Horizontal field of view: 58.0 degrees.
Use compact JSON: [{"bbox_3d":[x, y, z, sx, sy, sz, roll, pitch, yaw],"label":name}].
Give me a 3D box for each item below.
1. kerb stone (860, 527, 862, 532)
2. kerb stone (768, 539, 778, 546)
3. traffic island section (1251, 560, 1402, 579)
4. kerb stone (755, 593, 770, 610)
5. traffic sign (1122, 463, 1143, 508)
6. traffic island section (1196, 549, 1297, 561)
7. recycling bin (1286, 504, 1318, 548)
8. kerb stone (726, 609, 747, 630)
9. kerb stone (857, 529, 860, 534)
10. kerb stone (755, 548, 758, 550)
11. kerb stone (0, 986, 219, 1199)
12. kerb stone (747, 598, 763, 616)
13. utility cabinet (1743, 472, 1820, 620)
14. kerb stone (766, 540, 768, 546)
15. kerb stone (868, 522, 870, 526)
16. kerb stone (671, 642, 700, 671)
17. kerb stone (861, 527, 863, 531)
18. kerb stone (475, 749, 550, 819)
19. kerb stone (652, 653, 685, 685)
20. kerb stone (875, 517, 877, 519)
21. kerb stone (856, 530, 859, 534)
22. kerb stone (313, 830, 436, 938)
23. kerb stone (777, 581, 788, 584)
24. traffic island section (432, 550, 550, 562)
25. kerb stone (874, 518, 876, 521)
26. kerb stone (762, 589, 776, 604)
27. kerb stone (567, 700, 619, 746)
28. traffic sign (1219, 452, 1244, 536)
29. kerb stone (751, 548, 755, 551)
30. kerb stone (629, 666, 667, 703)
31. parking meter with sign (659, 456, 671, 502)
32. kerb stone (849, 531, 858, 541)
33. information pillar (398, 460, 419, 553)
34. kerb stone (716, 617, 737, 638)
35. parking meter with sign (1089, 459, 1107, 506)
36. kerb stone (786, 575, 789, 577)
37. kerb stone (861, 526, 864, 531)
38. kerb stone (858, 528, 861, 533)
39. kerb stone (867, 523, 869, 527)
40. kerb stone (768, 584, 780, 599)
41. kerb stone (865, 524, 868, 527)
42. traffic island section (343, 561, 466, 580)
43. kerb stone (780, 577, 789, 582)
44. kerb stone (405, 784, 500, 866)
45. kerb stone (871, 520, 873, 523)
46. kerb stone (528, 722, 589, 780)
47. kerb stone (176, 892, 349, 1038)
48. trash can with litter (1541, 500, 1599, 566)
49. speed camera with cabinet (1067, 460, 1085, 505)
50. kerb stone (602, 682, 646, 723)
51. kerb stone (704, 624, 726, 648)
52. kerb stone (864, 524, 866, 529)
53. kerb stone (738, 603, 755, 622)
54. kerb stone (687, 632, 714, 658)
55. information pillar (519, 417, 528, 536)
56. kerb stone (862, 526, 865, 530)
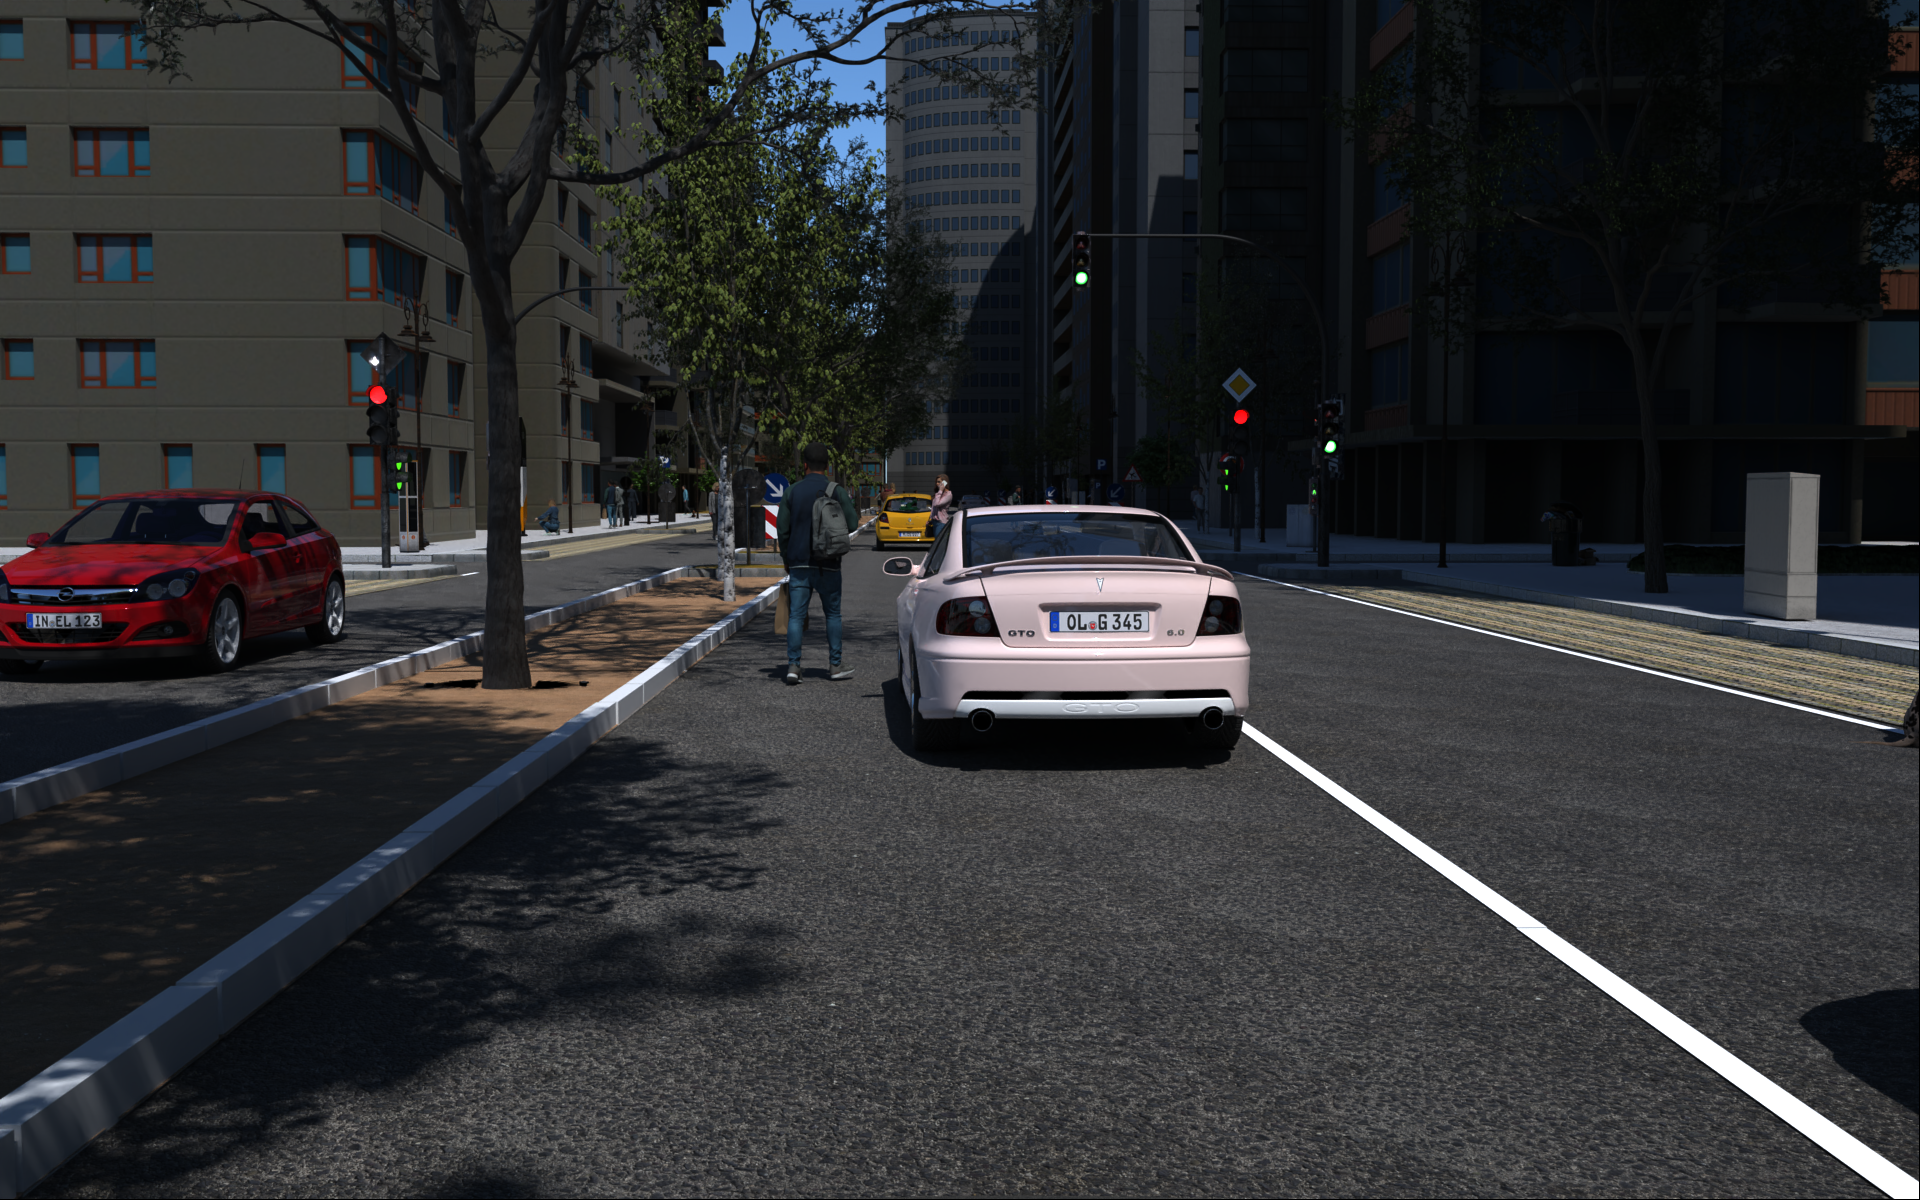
[{"bbox_3d":[-3.658,-2.425,61.920,0.120,0.150,1.000,0,4,-2],"label":"kerb stone"},{"bbox_3d":[-5.398,-1.677,49.607,0.120,0.150,1.000,0,4,-2],"label":"kerb stone"},{"bbox_3d":[6.432,-0.510,30.621,2.009,0.180,2.903,0,4,-2],"label":"traffic island section"},{"bbox_3d":[-2.483,0.049,21.459,0.120,0.150,1.000,0,4,-2],"label":"kerb stone"},{"bbox_3d":[7.329,-4.502,73.611,0.884,2.594,0.081,0,4,1],"label":"traffic sign"},{"bbox_3d":[6.201,-0.998,38.602,2.009,0.180,2.903,0,4,-2],"label":"traffic island section"},{"bbox_3d":[8.402,-1.801,41.996,0.722,1.027,0.722,3,5,42],"label":"recycling bin"},{"bbox_3d":[-2.394,0.234,18.379,0.120,0.150,1.000,0,4,-2],"label":"kerb stone"},{"bbox_3d":[-3.565,-2.239,58.843,0.120,0.150,1.000,0,4,-2],"label":"kerb stone"},{"bbox_3d":[-5.229,-1.297,43.436,0.120,0.150,1.000,0,4,-2],"label":"kerb stone"},{"bbox_3d":[-1.983,1.112,4.023,0.120,0.150,1.000,0,4,-2],"label":"kerb stone"},{"bbox_3d":[-2.459,0.112,20.437,0.120,0.150,1.000,0,4,-2],"label":"kerb stone"},{"bbox_3d":[8.524,-0.568,17.969,0.318,1.500,1.173,0,4,5],"label":"utility cabinet"},{"bbox_3d":[-5.317,-1.483,46.524,0.120,0.150,1.000,0,4,-2],"label":"kerb stone"},{"bbox_3d":[-3.982,-3.119,73.183,0.120,0.150,1.000,0,4,-2],"label":"kerb stone"},{"bbox_3d":[-2.288,0.484,14.279,0.120,0.150,1.000,0,4,-2],"label":"kerb stone"},{"bbox_3d":[-3.688,-2.492,62.943,0.120,0.150,1.000,0,4,-2],"label":"kerb stone"},{"bbox_3d":[-2.102,0.861,8.122,0.120,0.150,1.000,0,4,-2],"label":"kerb stone"},{"bbox_3d":[-2.250,0.547,13.253,0.120,0.150,1.000,0,4,-2],"label":"kerb stone"},{"bbox_3d":[-4.405,-3.997,87.539,0.120,0.150,1.000,0,4,-2],"label":"kerb stone"},{"bbox_3d":[-3.539,-2.172,57.821,0.120,0.150,1.000,0,4,-2],"label":"kerb stone"},{"bbox_3d":[-2.046,0.988,6.075,0.120,0.150,1.000,0,4,-2],"label":"kerb stone"},{"bbox_3d":[-2.573,-0.135,24.523,0.120,0.150,1.000,0,4,-2],"label":"kerb stone"},{"bbox_3d":[-10.234,-0.970,38.134,2.009,0.180,2.903,0,4,-2],"label":"traffic island section"},{"bbox_3d":[-4.309,-3.809,84.465,0.120,0.150,1.000,0,4,-2],"label":"kerb stone"},{"bbox_3d":[-2.520,-0.014,22.480,0.120,0.150,1.000,0,4,-2],"label":"kerb stone"},{"bbox_3d":[-2.166,0.735,10.173,0.120,0.150,1.000,0,4,-2],"label":"kerb stone"},{"bbox_3d":[8.201,-3.198,52.387,0.768,2.556,0.104,0,4,5],"label":"traffic sign"},{"bbox_3d":[-5.193,-1.235,42.414,0.120,0.150,1.000,0,4,-2],"label":"kerb stone"},{"bbox_3d":[-2.217,0.609,12.232,0.120,0.150,1.000,0,4,-2],"label":"kerb stone"},{"bbox_3d":[-13.496,-5.097,79.599,0.543,3.016,1.738,0,4,-3],"label":"parking meter with sign"},{"bbox_3d":[-3.513,-2.115,56.796,0.120,0.150,1.000,0,4,-2],"label":"kerb stone"},{"bbox_3d":[-12.075,-2.045,37.922,0.304,2.012,0.304,2,4,35],"label":"information pillar"},{"bbox_3d":[-2.369,0.302,17.348,0.120,0.150,1.000,0,4,-2],"label":"kerb stone"},{"bbox_3d":[6.864,-5.547,86.952,0.543,3.016,1.738,-1,4,-11],"label":"parking meter with sign"},{"bbox_3d":[-2.639,-0.266,26.566,0.120,0.150,1.000,0,4,-2],"label":"kerb stone"},{"bbox_3d":[-3.715,-2.554,63.965,0.120,0.150,1.000,0,4,-2],"label":"kerb stone"},{"bbox_3d":[-3.599,-2.304,59.864,0.120,0.150,1.000,0,4,-2],"label":"kerb stone"},{"bbox_3d":[-3.917,-2.988,71.132,0.120,0.150,1.000,0,4,-2],"label":"kerb stone"},{"bbox_3d":[-2.546,-0.080,23.501,0.120,0.150,1.000,0,4,-2],"label":"kerb stone"},{"bbox_3d":[-3.862,-2.868,69.079,0.120,0.150,1.000,0,4,-2],"label":"kerb stone"},{"bbox_3d":[-10.003,-0.481,30.152,2.009,0.180,2.903,0,4,-2],"label":"traffic island section"},{"bbox_3d":[-2.606,-0.205,25.545,0.120,0.150,1.000,0,4,-2],"label":"kerb stone"},{"bbox_3d":[-2.078,0.925,7.101,0.120,0.150,1.000,0,4,-2],"label":"kerb stone"},{"bbox_3d":[-4.132,-3.430,78.302,0.120,0.150,1.000,0,4,-2],"label":"kerb stone"},{"bbox_3d":[-2.128,0.798,9.144,0.120,0.150,1.000,0,4,-2],"label":"kerb stone"},{"bbox_3d":[-2.014,1.049,5.052,0.120,0.150,1.000,0,4,-2],"label":"kerb stone"},{"bbox_3d":[10.946,-1.201,31.018,1.055,1.170,0.624,-3,4,-37],"label":"trash can with litter"},{"bbox_3d":[6.739,-6.492,100.476,0.660,3.252,2.038,-1,4,-12],"label":"speed camera with cabinet"},{"bbox_3d":[-2.185,0.673,11.195,0.120,0.150,1.000,0,4,-2],"label":"kerb stone"},{"bbox_3d":[-2.343,0.363,16.327,0.120,0.150,1.000,0,4,-2],"label":"kerb stone"},{"bbox_3d":[-3.796,-2.743,67.036,0.120,0.150,1.000,0,4,-2],"label":"kerb stone"},{"bbox_3d":[-2.432,0.171,19.407,0.120,0.150,1.000,0,4,-2],"label":"kerb stone"},{"bbox_3d":[-2.318,0.421,15.305,0.120,0.150,1.000,0,4,-2],"label":"kerb stone"},{"bbox_3d":[-13.274,-3.748,52.629,0.183,3.616,0.504,0,4,0],"label":"information pillar"},{"bbox_3d":[-3.742,-2.615,64.987,0.120,0.150,1.000,0,4,-2],"label":"kerb stone"}]
